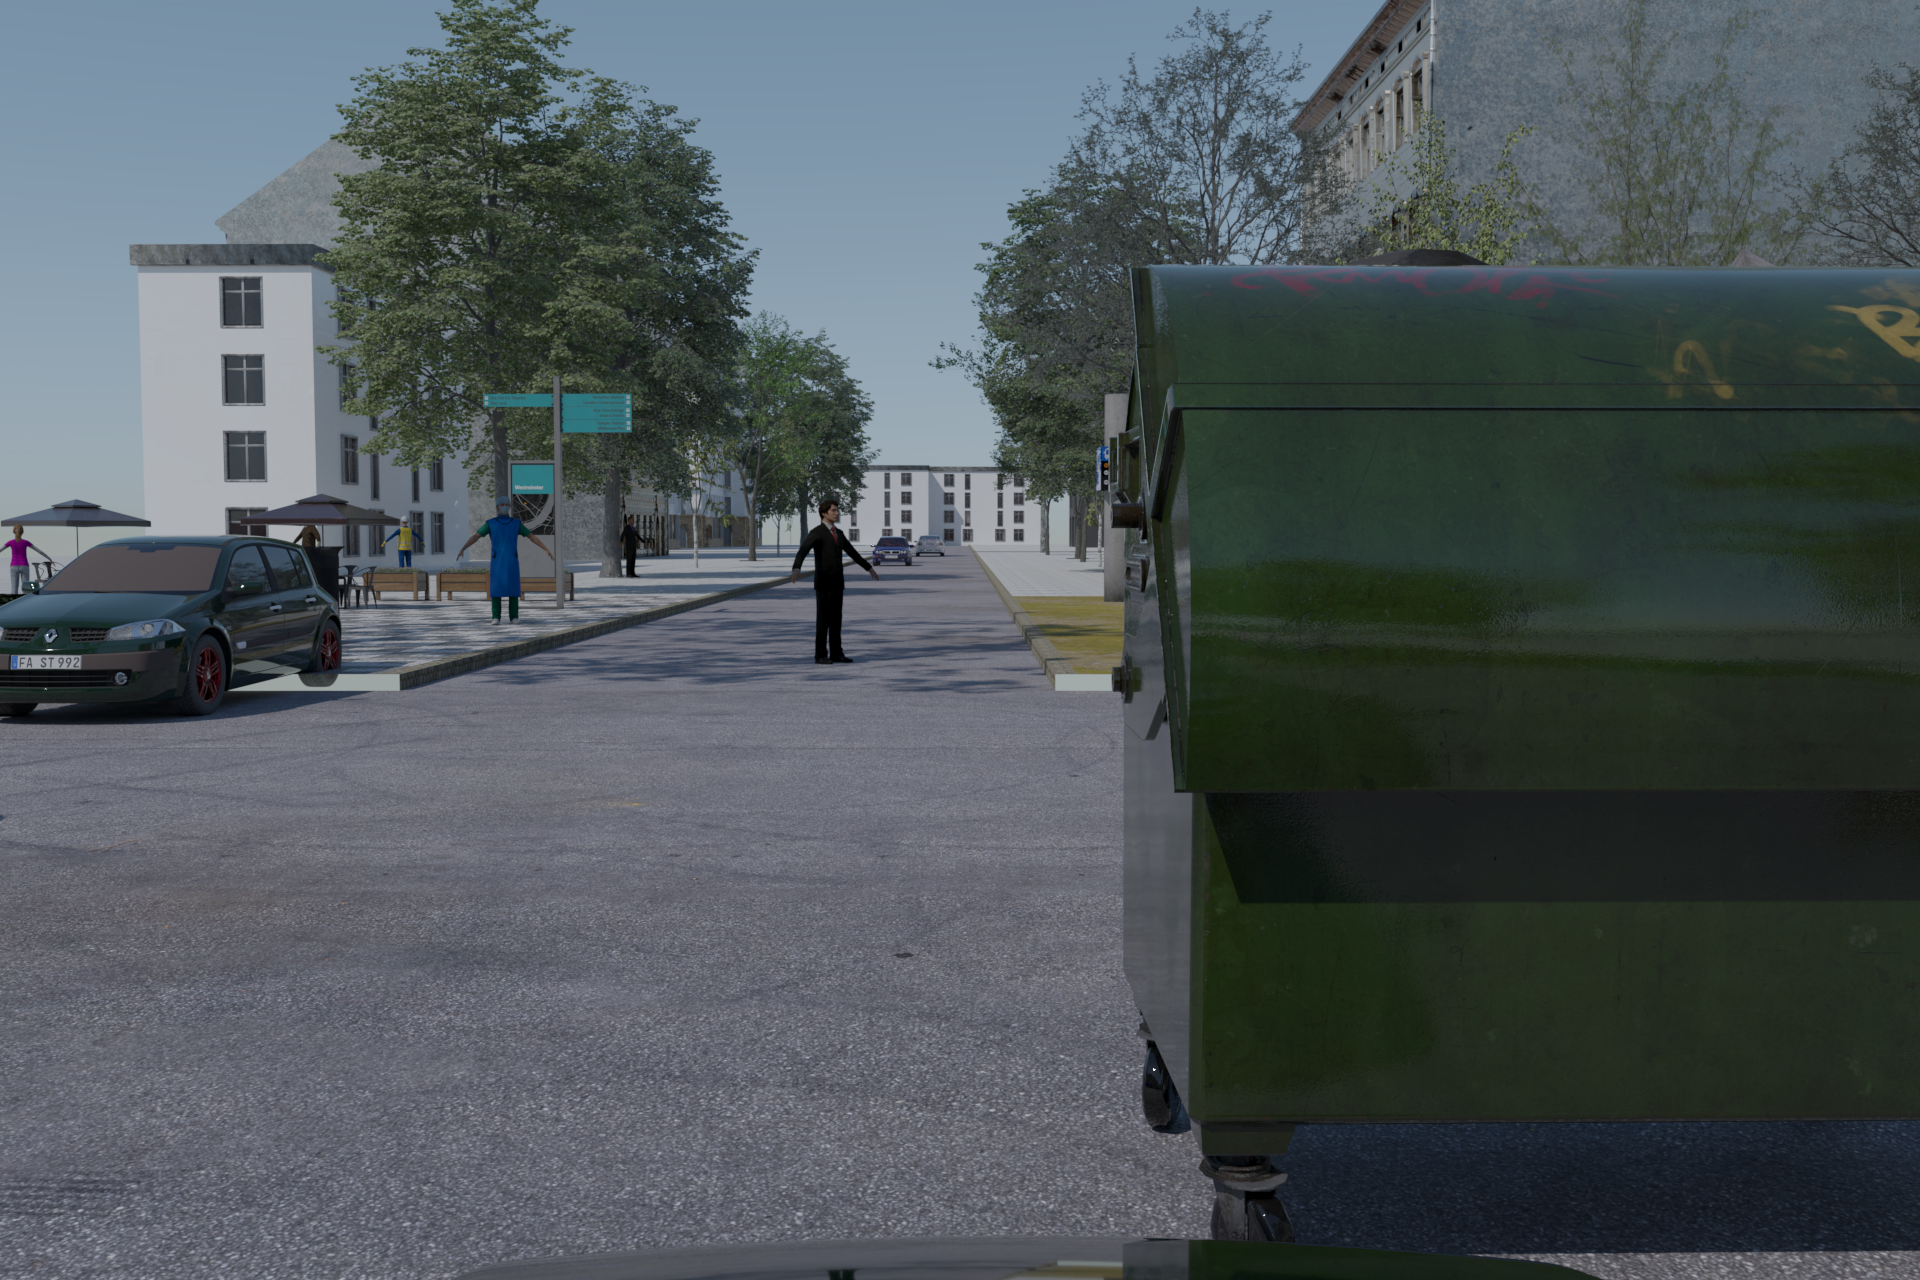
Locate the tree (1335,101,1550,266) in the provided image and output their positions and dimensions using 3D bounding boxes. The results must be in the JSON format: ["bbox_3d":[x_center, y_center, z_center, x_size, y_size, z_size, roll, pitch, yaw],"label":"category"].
[{"bbox_3d":[8.420,-4.837,29.449,4.737,8.622,4.395,0,3,0],"label":"tree"}]

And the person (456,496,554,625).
[{"bbox_3d":[-6.445,-1.125,24.528,1.347,1.817,0.704,-1,4,-23],"label":"person"}]

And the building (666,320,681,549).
[{"bbox_3d":[-29.458,-17.231,138.148,16.016,20.090,11.380,0,4,1],"label":"building"}]

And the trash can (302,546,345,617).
[{"bbox_3d":[-7.636,-0.536,20.419,0.748,1.137,0.748,0,3,0],"label":"trash can"}]

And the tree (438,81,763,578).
[{"bbox_3d":[-10.260,-8.804,50.604,9.857,13.997,8.962,0,3,0],"label":"tree"}]

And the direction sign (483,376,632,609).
[{"bbox_3d":[-6.808,-2.523,30.007,2.525,3.948,1.411,0,4,2],"label":"direction sign"}]

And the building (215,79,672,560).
[{"bbox_3d":[-26.455,-16.044,93.243,19.493,23.208,18.063,0,4,-1],"label":"building"}]

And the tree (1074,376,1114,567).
[{"bbox_3d":[5.604,-7.123,66.826,4.737,8.622,4.395,0,3,0],"label":"tree"}]

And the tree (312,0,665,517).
[{"bbox_3d":[-9.890,-7.229,36.327,7.486,12.596,7.792,0,3,0],"label":"tree"}]

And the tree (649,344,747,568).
[{"bbox_3d":[-9.943,-7.013,65.025,4.737,8.622,4.395,0,3,0],"label":"tree"}]

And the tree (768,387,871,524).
[{"bbox_3d":[-9.775,-11.991,121.806,9.928,11.665,9.643,0,3,0],"label":"tree"}]

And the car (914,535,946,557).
[{"bbox_3d":[-1.934,-6.078,111.739,2.083,1.381,4.827,0,4,-1],"label":"car"}]

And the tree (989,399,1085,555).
[{"bbox_3d":[5.073,-10.415,104.692,8.767,10.594,7.601,3,5,44],"label":"tree"}]

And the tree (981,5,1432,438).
[{"bbox_3d":[5.622,-7.921,39.884,12.009,13.543,11.850,0,3,0],"label":"tree"}]

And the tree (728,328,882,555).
[{"bbox_3d":[-9.675,-12.191,105.975,9.857,13.997,8.962,0,3,0],"label":"tree"}]

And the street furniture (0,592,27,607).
[{"bbox_3d":[-14.355,-0.315,20.784,5.734,0.657,10.072,0,4,3],"label":"street furniture"}]

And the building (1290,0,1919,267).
[{"bbox_3d":[21.838,-13.713,55.130,19.493,23.208,18.063,0,4,0],"label":"building"}]

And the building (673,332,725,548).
[{"bbox_3d":[-28.800,-18.715,162.402,16.016,20.090,11.380,0,4,0],"label":"building"}]

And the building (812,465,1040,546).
[{"bbox_3d":[-4.084,-16.327,211.552,28.070,9.664,9.099,0,4,-4],"label":"building"}]

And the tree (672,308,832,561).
[{"bbox_3d":[-9.860,-9.503,81.133,9.928,11.665,9.643,0,3,0],"label":"tree"}]

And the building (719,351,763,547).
[{"bbox_3d":[-26.743,-19.696,178.445,16.016,20.090,11.380,0,4,0],"label":"building"}]

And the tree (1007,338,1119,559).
[{"bbox_3d":[6.043,-9.939,88.252,9.928,11.665,9.643,0,3,0],"label":"tree"}]

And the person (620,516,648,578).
[{"bbox_3d":[-9.648,-2.735,50.934,0.704,1.802,1.346,1,4,23],"label":"person"}]

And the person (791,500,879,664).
[{"bbox_3d":[-1.424,-0.644,19.179,0.705,1.806,1.347,3,5,39],"label":"person"}]

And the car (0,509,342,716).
[{"bbox_3d":[-6.770,-0.313,14.899,2.009,1.686,4.222,0,4,0],"label":"car"}]

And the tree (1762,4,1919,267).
[{"bbox_3d":[21.368,-7.577,34.256,12.009,13.543,11.850,0,3,0],"label":"tree"}]

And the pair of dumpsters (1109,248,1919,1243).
[{"bbox_3d":[2.539,0.073,3.765,4.436,2.255,1.574,0,4,-1],"label":"pair of dumpsters"}]

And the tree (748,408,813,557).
[{"bbox_3d":[-10.104,-8.938,96.491,4.737,8.622,4.395,0,3,0],"label":"tree"}]

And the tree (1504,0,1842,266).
[{"bbox_3d":[9.500,-4.452,23.148,4.360,8.622,3.978,0,3,0],"label":"tree"}]

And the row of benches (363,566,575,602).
[{"bbox_3d":[-9.511,-1.089,33.266,4.104,0.672,1.422,0,4,5],"label":"row of benches"}]

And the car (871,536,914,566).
[{"bbox_3d":[-3.055,-4.027,78.420,1.945,1.354,3.894,0,4,0],"label":"car"}]

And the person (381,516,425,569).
[{"bbox_3d":[-15.149,-2.490,47.177,1.216,1.772,0.721,-3,5,-39],"label":"person"}]

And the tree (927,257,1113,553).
[{"bbox_3d":[4.633,-16.087,118.910,12.611,20.169,13.585,0,3,0],"label":"tree"}]

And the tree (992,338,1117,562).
[{"bbox_3d":[5.671,-8.801,78.309,8.767,10.594,7.601,-1,4,-14],"label":"tree"}]

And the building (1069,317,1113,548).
[{"bbox_3d":[25.022,-20.443,178.222,27.936,21.610,32.646,0,4,0],"label":"building"}]

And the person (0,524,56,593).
[{"bbox_3d":[-14.802,-1.102,27.278,0.991,1.433,0.599,-2,4,-23],"label":"person"}]

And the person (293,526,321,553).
[{"bbox_3d":[-16.802,-2.353,44.605,1.346,1.812,0.704,3,4,38],"label":"person"}]

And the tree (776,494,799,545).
[{"bbox_3d":[-20.764,-15.861,209.685,4.737,8.622,4.395,0,3,0],"label":"tree"}]

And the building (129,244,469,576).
[{"bbox_3d":[-23.045,-7.473,64.326,9.099,9.664,28.070,0,4,1],"label":"building"}]

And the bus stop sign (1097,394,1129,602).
[{"bbox_3d":[3.043,-2.679,32.816,0.837,3.901,0.837,0,4,-1],"label":"bus stop sign"}]

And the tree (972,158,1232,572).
[{"bbox_3d":[5.021,-9.219,57.380,9.857,13.997,8.962,0,3,0],"label":"tree"}]
